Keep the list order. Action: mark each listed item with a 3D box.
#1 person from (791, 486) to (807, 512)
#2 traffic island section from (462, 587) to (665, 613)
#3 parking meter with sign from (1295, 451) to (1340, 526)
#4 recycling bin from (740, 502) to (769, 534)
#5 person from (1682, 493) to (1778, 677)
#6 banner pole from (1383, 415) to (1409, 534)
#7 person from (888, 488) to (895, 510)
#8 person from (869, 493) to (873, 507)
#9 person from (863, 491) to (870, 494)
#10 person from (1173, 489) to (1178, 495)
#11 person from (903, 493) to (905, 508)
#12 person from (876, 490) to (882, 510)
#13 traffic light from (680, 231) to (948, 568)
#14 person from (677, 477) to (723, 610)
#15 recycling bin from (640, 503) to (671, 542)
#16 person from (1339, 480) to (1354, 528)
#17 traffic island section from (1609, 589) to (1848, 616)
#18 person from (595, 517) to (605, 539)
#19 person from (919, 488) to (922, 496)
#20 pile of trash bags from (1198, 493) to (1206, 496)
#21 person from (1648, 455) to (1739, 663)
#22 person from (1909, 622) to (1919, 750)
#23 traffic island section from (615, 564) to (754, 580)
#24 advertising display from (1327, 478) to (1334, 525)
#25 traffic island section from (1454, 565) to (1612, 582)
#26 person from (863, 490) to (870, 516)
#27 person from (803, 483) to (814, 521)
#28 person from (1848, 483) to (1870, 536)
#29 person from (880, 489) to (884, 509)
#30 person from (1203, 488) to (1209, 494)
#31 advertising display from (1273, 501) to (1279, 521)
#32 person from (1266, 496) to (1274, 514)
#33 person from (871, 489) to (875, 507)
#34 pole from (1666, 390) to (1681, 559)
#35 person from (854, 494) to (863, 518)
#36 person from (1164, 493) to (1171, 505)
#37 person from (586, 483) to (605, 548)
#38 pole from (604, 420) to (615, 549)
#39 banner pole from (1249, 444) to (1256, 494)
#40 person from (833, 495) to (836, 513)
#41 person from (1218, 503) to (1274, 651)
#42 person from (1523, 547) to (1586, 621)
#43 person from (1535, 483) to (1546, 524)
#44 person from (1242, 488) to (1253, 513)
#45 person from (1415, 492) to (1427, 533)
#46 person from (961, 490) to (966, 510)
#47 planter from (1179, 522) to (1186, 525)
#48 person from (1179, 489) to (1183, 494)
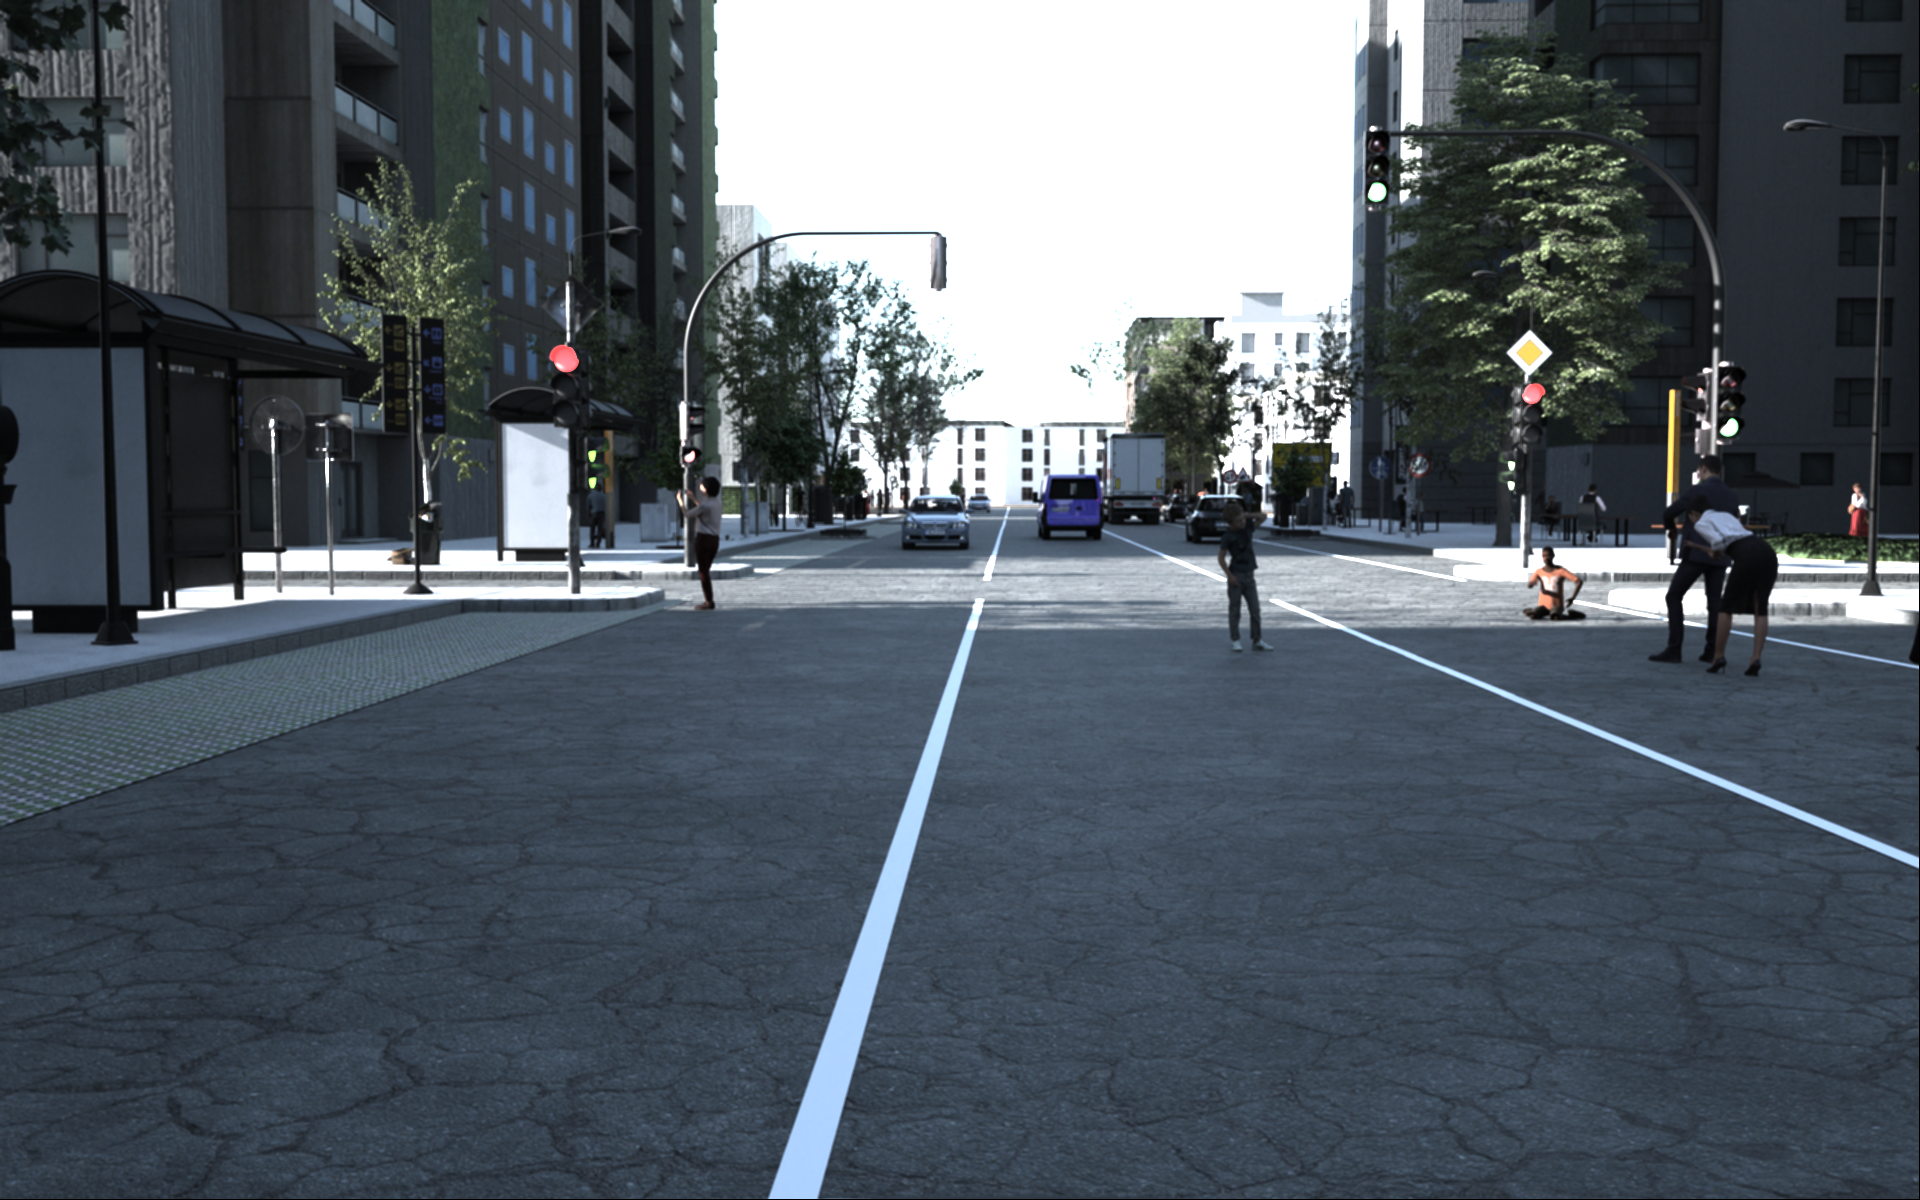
[{"bbox_3d":[-11.217,-7.100,121.760,1.348,1.869,0.705,0,4,4],"label":"person"},{"bbox_3d":[-4.979,-0.001,22.296,2.009,0.180,2.903,0,4,2],"label":"traffic island section"},{"bbox_3d":[14.589,-4.557,70.764,1.738,3.016,0.543,-1,4,-17],"label":"parking meter with sign"},{"bbox_3d":[-6.689,-2.682,56.399,0.722,1.027,0.722,-2,4,-29],"label":"recycling bin"},{"bbox_3d":[6.119,-0.132,13.852,0.799,1.438,0.628,2,4,35],"label":"person"},{"bbox_3d":[13.963,-3.993,55.309,0.863,3.779,0.401,-1,4,-12],"label":"banner pole"},{"bbox_3d":[-5.910,-8.410,143.549,0.705,1.824,1.348,-3,4,-39],"label":"person"},{"bbox_3d":[-8.930,-9.905,171.249,1.065,1.426,0.557,3,4,39],"label":"person"},{"bbox_3d":[-8.853,-9.538,162.794,0.742,1.727,0.445,-2,4,-26],"label":"person"},{"bbox_3d":[19.582,-9.179,156.645,0.750,1.759,0.617,3,4,39],"label":"person"},{"bbox_3d":[-5.277,-9.401,163.010,0.557,1.426,1.065,0,4,-3],"label":"person"},{"bbox_3d":[-6.403,-7.930,137.168,0.415,1.643,0.593,3,4,36],"label":"person"},{"bbox_3d":[-2.601,-3.391,30.113,4.771,5.953,1.251,0,4,2],"label":"traffic light"},{"bbox_3d":[-3.221,-0.708,21.539,0.517,1.644,0.566,-1,4,-22],"label":"person"},{"bbox_3d":[-8.151,-2.067,46.344,0.722,1.027,0.722,0,4,-2],"label":"recycling bin"},{"bbox_3d":[14.679,-3.646,65.788,0.598,1.807,0.434,0,4,-4],"label":"person"},{"bbox_3d":[9.495,0.026,21.849,2.009,0.180,2.903,0,4,2],"label":"traffic island section"},{"bbox_3d":[-10.193,-2.143,49.364,0.859,0.850,0.655,0,4,-4],"label":"person"},{"bbox_3d":[-3.641,-9.339,158.699,0.705,1.831,1.348,0,4,-2],"label":"person"},{"bbox_3d":[14.872,-5.624,101.707,1.912,1.369,3.447,-1,4,-20],"label":"pile of trash bags"},{"bbox_3d":[6.279,-0.362,14.866,0.683,1.767,0.568,-1,4,-14],"label":"person"},{"bbox_3d":[5.583,0.072,9.531,0.590,1.554,0.614,3,5,41],"label":"person"},{"bbox_3d":[-4.734,-0.489,30.278,2.009,0.180,2.903,0,4,2],"label":"traffic island section"},{"bbox_3d":[15.028,-4.069,71.736,0.974,1.923,0.123,2,4,26],"label":"advertising display"},{"bbox_3d":[9.740,-0.462,29.830,2.009,0.180,2.903,0,4,2],"label":"traffic island section"},{"bbox_3d":[-5.495,-5.661,101.060,0.387,1.526,0.523,-3,5,-41],"label":"person"},{"bbox_3d":[-7.157,-4.698,82.997,0.875,1.805,0.789,2,4,30],"label":"person"},{"bbox_3d":[20.353,-1.877,39.201,0.523,1.526,0.387,-2,4,-28],"label":"person"},{"bbox_3d":[-6.624,-8.563,146.773,0.721,1.736,1.217,-2,4,-33],"label":"person"},{"bbox_3d":[21.577,-8.936,152.141,1.348,1.824,0.705,-1,4,-15],"label":"person"},{"bbox_3d":[15.378,-4.829,84.170,0.123,1.923,0.974,0,4,-3],"label":"advertising display"},{"bbox_3d":[20.448,-6.479,111.939,1.348,1.831,0.705,2,4,26],"label":"person"},{"bbox_3d":[-8.736,-10.277,174.083,0.705,1.822,1.348,0,4,-8],"label":"person"},{"bbox_3d":[14.015,-2.457,34.016,0.158,3.312,0.155,0,3,0],"label":"pole"},{"bbox_3d":[-5.461,-5.127,92.082,0.471,1.553,0.569,-3,4,-37],"label":"person"},{"bbox_3d":[16.547,-7.836,137.391,0.697,1.427,0.421,-1,4,-19],"label":"person"},{"bbox_3d":[-8.597,-1.995,40.876,0.499,1.552,0.429,0,4,3],"label":"person"},{"bbox_3d":[-8.217,-2.858,40.572,0.158,3.312,0.155,0,3,0],"label":"pole"},{"bbox_3d":[14.533,-5.884,86.224,0.401,3.779,0.863,-1,4,-17],"label":"banner pole"},{"bbox_3d":[-8.609,-6.723,116.492,0.617,1.759,0.750,2,4,25],"label":"person"},{"bbox_3d":[2.619,-0.211,15.855,0.435,1.345,0.340,-2,4,-30],"label":"person"},{"bbox_3d":[6.728,-0.181,19.740,0.859,0.850,0.655,3,4,36],"label":"person"},{"bbox_3d":[24.664,-4.067,73.097,0.990,1.755,0.434,-1,4,-12],"label":"person"},{"bbox_3d":[12.980,-4.277,78.185,0.499,1.552,0.429,2,4,30],"label":"person"},{"bbox_3d":[15.090,-2.857,56.667,0.340,1.345,0.435,1,4,23],"label":"person"},{"bbox_3d":[0.205,-7.118,125.683,0.445,1.727,0.742,0,4,-1],"label":"person"},{"bbox_3d":[11.316,-3.686,81.408,1.991,0.319,1.994,0,4,2],"label":"planter"},{"bbox_3d":[22.187,-10.283,174.622,0.568,1.767,0.683,0,4,-7],"label":"person"}]
